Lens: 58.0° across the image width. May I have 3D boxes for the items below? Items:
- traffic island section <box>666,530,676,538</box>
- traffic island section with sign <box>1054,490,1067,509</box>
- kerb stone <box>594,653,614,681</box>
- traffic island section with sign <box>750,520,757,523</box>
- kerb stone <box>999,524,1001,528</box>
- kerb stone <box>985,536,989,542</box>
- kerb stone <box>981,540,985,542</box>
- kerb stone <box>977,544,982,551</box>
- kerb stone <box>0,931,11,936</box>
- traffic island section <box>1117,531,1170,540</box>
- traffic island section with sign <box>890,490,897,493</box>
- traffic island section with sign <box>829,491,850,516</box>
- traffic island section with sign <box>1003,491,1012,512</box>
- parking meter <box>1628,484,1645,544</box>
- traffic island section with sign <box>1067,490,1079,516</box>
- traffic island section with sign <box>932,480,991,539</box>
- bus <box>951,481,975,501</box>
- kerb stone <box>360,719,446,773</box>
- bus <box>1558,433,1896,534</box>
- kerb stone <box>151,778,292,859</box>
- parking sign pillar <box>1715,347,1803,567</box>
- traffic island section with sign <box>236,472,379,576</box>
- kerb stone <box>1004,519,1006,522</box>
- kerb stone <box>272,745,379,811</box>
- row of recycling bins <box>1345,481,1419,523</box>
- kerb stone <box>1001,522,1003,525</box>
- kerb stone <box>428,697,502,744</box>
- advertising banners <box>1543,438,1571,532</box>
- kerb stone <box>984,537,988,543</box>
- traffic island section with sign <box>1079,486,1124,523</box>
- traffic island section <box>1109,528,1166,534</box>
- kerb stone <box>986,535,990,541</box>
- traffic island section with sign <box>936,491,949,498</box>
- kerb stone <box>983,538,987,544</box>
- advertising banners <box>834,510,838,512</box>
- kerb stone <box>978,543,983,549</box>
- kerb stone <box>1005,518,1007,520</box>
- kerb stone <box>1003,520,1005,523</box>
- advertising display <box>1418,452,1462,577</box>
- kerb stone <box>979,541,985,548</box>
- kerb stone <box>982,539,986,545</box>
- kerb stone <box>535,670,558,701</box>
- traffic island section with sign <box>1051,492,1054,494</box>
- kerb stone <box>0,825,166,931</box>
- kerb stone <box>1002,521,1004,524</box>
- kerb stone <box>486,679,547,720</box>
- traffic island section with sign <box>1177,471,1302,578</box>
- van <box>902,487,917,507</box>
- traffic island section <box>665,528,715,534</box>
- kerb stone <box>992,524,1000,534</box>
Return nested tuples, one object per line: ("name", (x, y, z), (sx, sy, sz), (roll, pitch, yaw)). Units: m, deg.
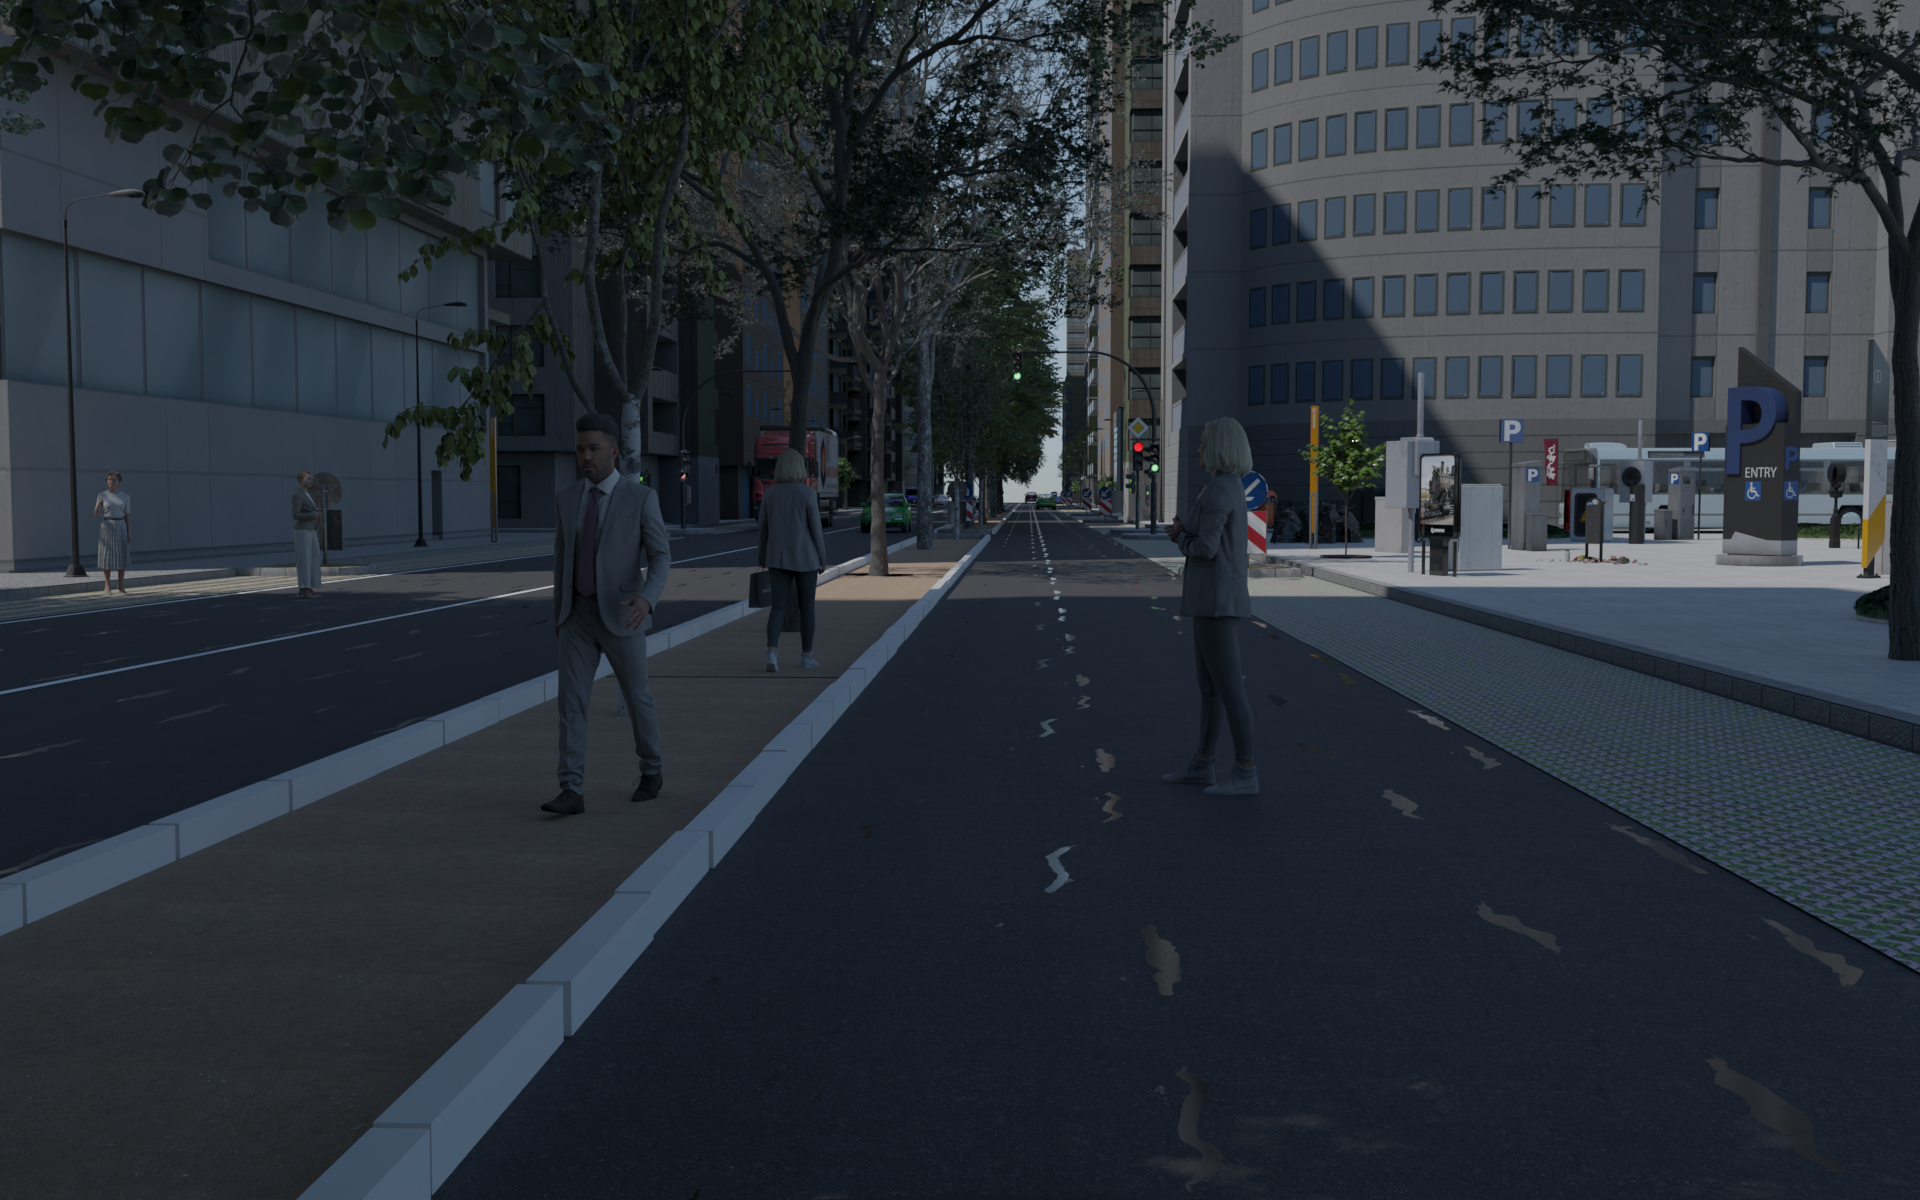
("traffic island section", (-10.509, -2.049, 55.783), (2.009, 0.180, 2.903), (0, 4, 2))
("traffic island section with sign", (10.099, -9.393, 162.198), (1.989, 1.847, 2.006), (0, 4, 2))
("kerb stone", (-2.840, 0.538, 13.404), (0.120, 0.150, 1.000), (0, 4, 2))
("traffic island section with sign", (-9.313, -4.730, 85.967), (1.989, 1.847, 2.006), (0, 4, 2))
("kerb stone", (1.437, -2.810, 68.131), (0.120, 0.150, 1.000), (0, 4, 2))
("kerb stone", (0.686, -1.650, 49.166), (0.120, 0.150, 1.000), (0, 4, 2))
("kerb stone", (0.523, -1.399, 45.063), (0.120, 0.150, 1.000), (0, 4, 2))
("kerb stone", (0.402, -1.210, 41.999), (0.120, 0.150, 1.000), (0, 4, 2))
("kerb stone", (-3.164, 1.039, 5.202), (0.120, 0.150, 1.000), (0, 4, 2))
("traffic island section", (6.169, -2.008, 55.117), (2.009, 0.180, 2.903), (0, 4, 2))
("traffic island section with sign", (-6.220, -9.486, 163.724), (1.989, 1.847, 2.006), (0, 4, 2))
("traffic island section with sign", (-8.226, -6.394, 113.172), (1.989, 1.847, 2.006), (0, 4, 2))
("traffic island section with sign", (3.157, -7.948, 138.086), (2.006, 1.907, 1.989), (0, 4, 2))
("parking meter", (17.355, -2.201, 44.403), (0.372, 1.533, 0.369), (0, 3, 0))
("traffic island section with sign", (8.143, -6.379, 112.925), (1.989, 1.847, 2.006), (0, 4, 2))
("traffic island section with sign", (-0.124, -2.903, 55.605), (2.006, 1.907, 1.989), (0, 4, 2))
("bus", (0.406, -14.886, 238.241), (2.948, 3.499, 13.247), (0, 4, 4))
("kerb stone", (-3.005, 0.792, 9.302), (0.120, 0.150, 1.000), (0, 4, 2))
("bus", (26.494, -3.910, 58.781), (13.247, 3.499, 2.948), (0, 4, 1))
("kerb stone", (-3.084, 0.915, 7.255), (0.120, 0.150, 1.000), (0, 4, 2))
("parking sign pillar", (14.446, -2.613, 31.202), (1.447, 3.967, 1.447), (-2, 4, -23))
("traffic island section with sign", (-11.509, -1.359, 30.854), (1.989, 1.847, 2.006), (0, 4, 2))
("kerb stone", (1.969, -3.625, 81.459), (0.120, 0.150, 1.000), (0, 4, 2))
("kerb stone", (-3.037, 0.851, 8.279), (0.120, 0.150, 1.000), (0, 4, 2))
("row of recycling bins", (13.340, -2.851, 53.720), (1.069, 1.692, 3.534), (-2, 4, -34))
("kerb stone", (1.640, -3.123, 73.260), (0.120, 0.150, 1.000), (0, 4, 2))
("kerb stone", (-2.961, 0.726, 10.325), (0.120, 0.150, 1.000), (0, 4, 2))
("advertising banners", (19.141, -3.545, 54.142), (0.090, 3.025, 2.074), (-3, 5, -40))
("kerb stone", (0.645, -1.587, 48.137), (0.120, 0.150, 1.000), (0, 4, 2))
("traffic island section with sign", (7.069, -4.722, 85.830), (1.989, 1.847, 2.006), (0, 4, 2))
("traffic island section", (6.486, -2.496, 63.096), (2.009, 0.180, 2.903), (0, 4, 2))
("kerb stone", (0.724, -1.712, 50.188), (0.120, 0.150, 1.000), (0, 4, 2))
("traffic island section with sign", (-2.951, -14.515, 245.945), (1.989, 1.847, 2.006), (0, 4, 2))
("kerb stone", (0.601, -1.523, 47.115), (0.120, 0.150, 1.000), (0, 4, 2))
("advertising banners", (-9.173, -8.033, 127.523), (0.090, 3.025, 2.074), (0, 4, 5))
("kerb stone", (0.444, -1.274, 43.020), (0.120, 0.150, 1.000), (0, 4, 2))
("kerb stone", (2.086, -3.811, 84.522), (0.120, 0.150, 1.000), (0, 4, 2))
("kerb stone", (1.846, -3.437, 78.383), (0.120, 0.150, 1.000), (0, 4, 2))
("advertising display", (7.529, -1.344, 27.186), (0.123, 1.923, 0.974), (-1, 4, -19))
("kerb stone", (0.493, -1.336, 44.041), (0.120, 0.150, 1.000), (0, 4, 2))
("kerb stone", (0.560, -1.461, 46.085), (0.120, 0.150, 1.000), (0, 4, 2))
("kerb stone", (-2.884, 0.601, 12.383), (0.120, 0.150, 1.000), (0, 4, 2))
("traffic island section with sign", (11.204, -11.094, 190.020), (1.989, 1.847, 2.006), (0, 4, 2))
("kerb stone", (-3.125, 0.979, 6.225), (0.120, 0.150, 1.000), (0, 4, 2))
("kerb stone", (1.721, -3.246, 75.306), (0.120, 0.150, 1.000), (0, 4, 2))
("kerb stone", (-2.929, 0.663, 11.362), (0.120, 0.150, 1.000), (0, 4, 2))
("traffic island section with sign", (4.862, -1.334, 30.436), (1.989, 1.847, 2.006), (0, 4, 2))
("van", (-3.872, -9.014, 151.759), (2.240, 2.365, 5.245), (0, 4, 1))
("traffic island section", (-10.192, -2.537, 63.761), (2.009, 0.180, 2.903), (0, 4, 2))
("kerb stone", (1.400, -2.747, 67.101), (0.120, 0.150, 1.000), (0, 4, 2))
